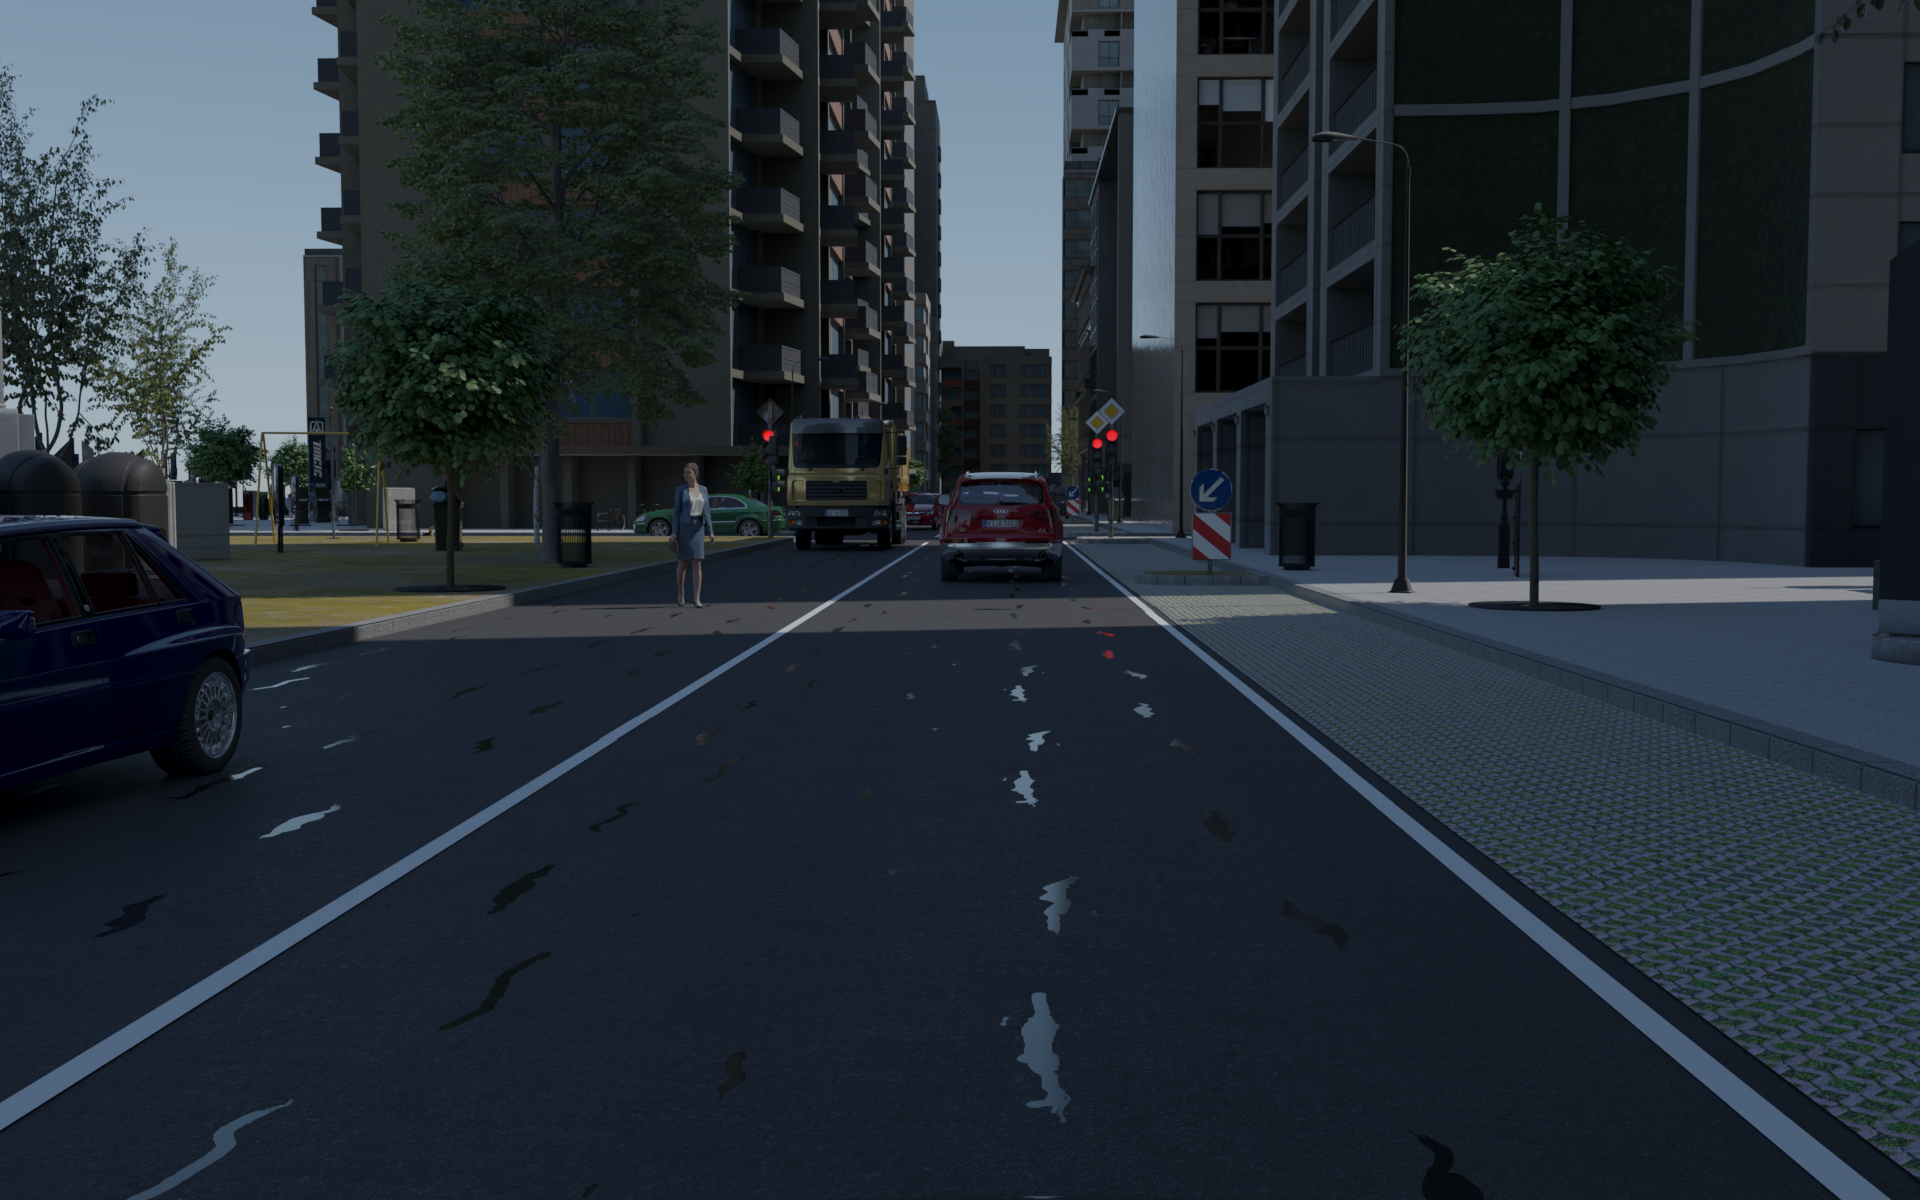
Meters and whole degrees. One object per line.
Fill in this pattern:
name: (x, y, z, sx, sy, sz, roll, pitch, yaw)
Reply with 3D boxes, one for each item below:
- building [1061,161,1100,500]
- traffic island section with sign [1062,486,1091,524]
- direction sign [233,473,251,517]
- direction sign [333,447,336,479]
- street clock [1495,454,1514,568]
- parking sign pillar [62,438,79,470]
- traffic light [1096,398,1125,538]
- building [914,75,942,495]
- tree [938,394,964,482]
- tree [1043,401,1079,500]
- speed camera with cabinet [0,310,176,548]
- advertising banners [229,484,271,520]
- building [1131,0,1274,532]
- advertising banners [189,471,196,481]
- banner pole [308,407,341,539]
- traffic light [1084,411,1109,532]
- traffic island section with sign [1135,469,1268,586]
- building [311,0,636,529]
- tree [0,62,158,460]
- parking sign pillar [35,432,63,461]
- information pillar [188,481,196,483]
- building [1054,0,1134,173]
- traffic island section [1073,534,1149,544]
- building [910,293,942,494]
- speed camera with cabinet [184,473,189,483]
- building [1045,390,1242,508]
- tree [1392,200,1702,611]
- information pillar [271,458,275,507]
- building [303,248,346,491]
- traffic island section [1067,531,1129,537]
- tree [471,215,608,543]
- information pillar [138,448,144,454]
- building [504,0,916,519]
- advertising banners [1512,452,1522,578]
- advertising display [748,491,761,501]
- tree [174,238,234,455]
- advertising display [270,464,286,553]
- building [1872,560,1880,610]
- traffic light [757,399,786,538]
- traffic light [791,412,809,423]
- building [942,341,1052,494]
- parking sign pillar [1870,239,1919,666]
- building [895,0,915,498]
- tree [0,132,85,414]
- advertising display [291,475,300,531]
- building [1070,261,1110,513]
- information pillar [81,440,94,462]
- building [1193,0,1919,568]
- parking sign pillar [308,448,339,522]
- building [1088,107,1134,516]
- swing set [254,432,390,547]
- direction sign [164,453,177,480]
building: (15.930, -23.307, 152.778, 14.160, 30.474, 14.107, 0, 4, 1)
traffic island section with sign: (5.310, -4.584, 83.574, 1.989, 1.847, 2.006, 0, 4, 1)
direction sign: (-39.365, -6.306, 95.102, 0.876, 3.537, 0.379, -3, 5, -42)
direction sign: (-29.994, -5.565, 82.980, 0.379, 3.537, 0.876, 0, 4, -7)
street clock: (9.400, -1.549, 29.896, 0.358, 2.002, 0.471, 1, 4, 10)
parking sign pillar: (-42.843, -5.785, 83.053, 1.447, 3.967, 1.447, 1, 4, 22)
traffic light: (4.401, -3.773, 50.604, 0.839, 4.253, 0.868, 0, 4, 1)
building: (-13.083, -35.148, 198.371, 21.600, 48.544, 21.300, 0, 4, 1)
tree: (-3.273, -16.238, 183.618, 7.486, 12.596, 7.792, 0, 3, 0)
tree: (9.811, -11.710, 141.823, 4.737, 8.622, 4.395, 0, 3, 0)
speed camera with cabinet: (-9.849, -1.520, 19.193, 2.038, 3.252, 0.660, -2, 4, -30)
advertising banners: (-35.146, -5.462, 85.499, 2.074, 3.025, 0.090, 0, 4, -3)
building: (24.391, -16.023, 66.495, 34.151, 26.468, 19.350, 0, 4, 1)
advertising banners: (-47.846, -6.947, 109.778, 2.074, 3.025, 0.090, -1, 4, -10)
banner pole: (-18.214, -3.643, 49.578, 0.863, 3.779, 0.401, -1, 4, -20)
traffic light: (4.610, -4.261, 58.586, 0.839, 4.253, 0.868, 0, 4, 1)
traffic island section with sign: (3.847, -1.179, 27.911, 1.989, 1.847, 2.006, 0, 4, 1)
building: (-15.074, -25.738, 75.437, 22.147, 44.769, 28.867, 0, 4, 1)
tree: (-15.599, -4.836, 29.431, 4.360, 8.622, 3.978, 0, 3, 0)
parking sign pillar: (-40.695, -5.356, 76.040, 1.447, 3.967, 1.447, 1, 4, 16)
information pillar: (-44.568, -5.878, 100.594, 0.304, 2.012, 0.304, 1, 4, 20)
building: (24.126, -35.726, 173.363, 28.713, 52.752, 27.495, 0, 4, 1)
traffic island section: (4.441, -1.739, 50.717, 2.009, 0.180, 2.903, 0, 4, 1)
building: (-16.348, -19.497, 163.808, 27.650, 21.520, 28.899, 0, 4, 1)
speed camera with cabinet: (-50.264, -7.154, 111.308, 2.038, 3.252, 0.660, -2, 4, -26)
building: (20.335, -46.461, 197.894, 20.563, 71.187, 20.611, 0, 4, 1)
tree: (6.587, -2.189, 19.509, 4.285, 4.588, 4.351, 0, 3, 0)
information pillar: (-38.019, -6.416, 96.261, 0.504, 3.616, 0.183, 1, 4, 12)
building: (-67.740, -26.471, 204.507, 14.107, 30.474, 14.160, 0, 4, 1)
traffic island section: (4.650, -2.227, 58.699, 2.009, 0.180, 2.903, 0, 4, 1)
tree: (-11.100, -5.790, 45.029, 4.360, 8.622, 3.978, 0, 3, 0)
information pillar: (-41.841, -5.938, 88.448, 0.183, 3.616, 0.504, 2, 4, 32)
building: (-14.334, -28.032, 112.943, 22.147, 44.769, 28.867, 0, 4, 1)
advertising banners: (8.678, -1.877, 26.880, 0.090, 3.025, 2.074, 1, 4, 16)
advertising display: (-7.279, -3.430, 61.286, 0.123, 1.923, 0.974, -2, 4, -27)
tree: (-22.786, -6.017, 48.746, 4.737, 8.622, 4.395, 0, 3, 0)
advertising display: (-14.968, -2.009, 38.057, 0.123, 1.923, 0.974, -2, 4, -28)
building: (19.454, -28.391, 6.186, 21.231, 58.520, 28.212, 0, 4, 1)
traffic light: (-5.557, -3.788, 50.847, 0.839, 4.253, 0.868, 0, 4, 1)
traffic light: (-5.348, -4.276, 58.830, 0.839, 4.253, 0.868, 0, 4, 1)
building: (-2.558, -23.633, 231.430, 28.899, 21.520, 27.650, 0, 4, 1)
parking sign pillar: (7.800, -1.511, 13.171, 1.447, 3.967, 1.447, -3, 5, -42)
building: (-11.002, -30.037, 141.222, 14.600, 45.320, 14.200, 0, 4, 1)
tree: (-19.691, -5.235, 35.957, 4.737, 8.622, 4.395, 0, 3, 0)
advertising display: (-23.218, -3.382, 60.503, 0.123, 1.923, 0.974, -2, 4, -30)
building: (13.503, -15.861, 123.951, 10.561, 19.102, 19.286, 0, 4, 1)
information pillar: (-37.780, -5.120, 75.066, 0.504, 3.616, 0.183, 0, 4, -6)
building: (16.786, -36.696, 38.230, 20.563, 71.187, 20.611, 0, 4, 1)
parking sign pillar: (-30.028, -5.688, 81.467, 1.447, 3.967, 1.447, 2, 4, 30)
building: (15.151, -17.128, 99.104, 14.314, 24.678, 30.058, 0, 4, 1)
swing set: (-15.981, -2.825, 43.809, 3.119, 2.851, 2.862, -1, 4, -12)
direction sign: (-43.518, -6.321, 95.352, 0.379, 3.537, 0.876, 3, 4, 36)
